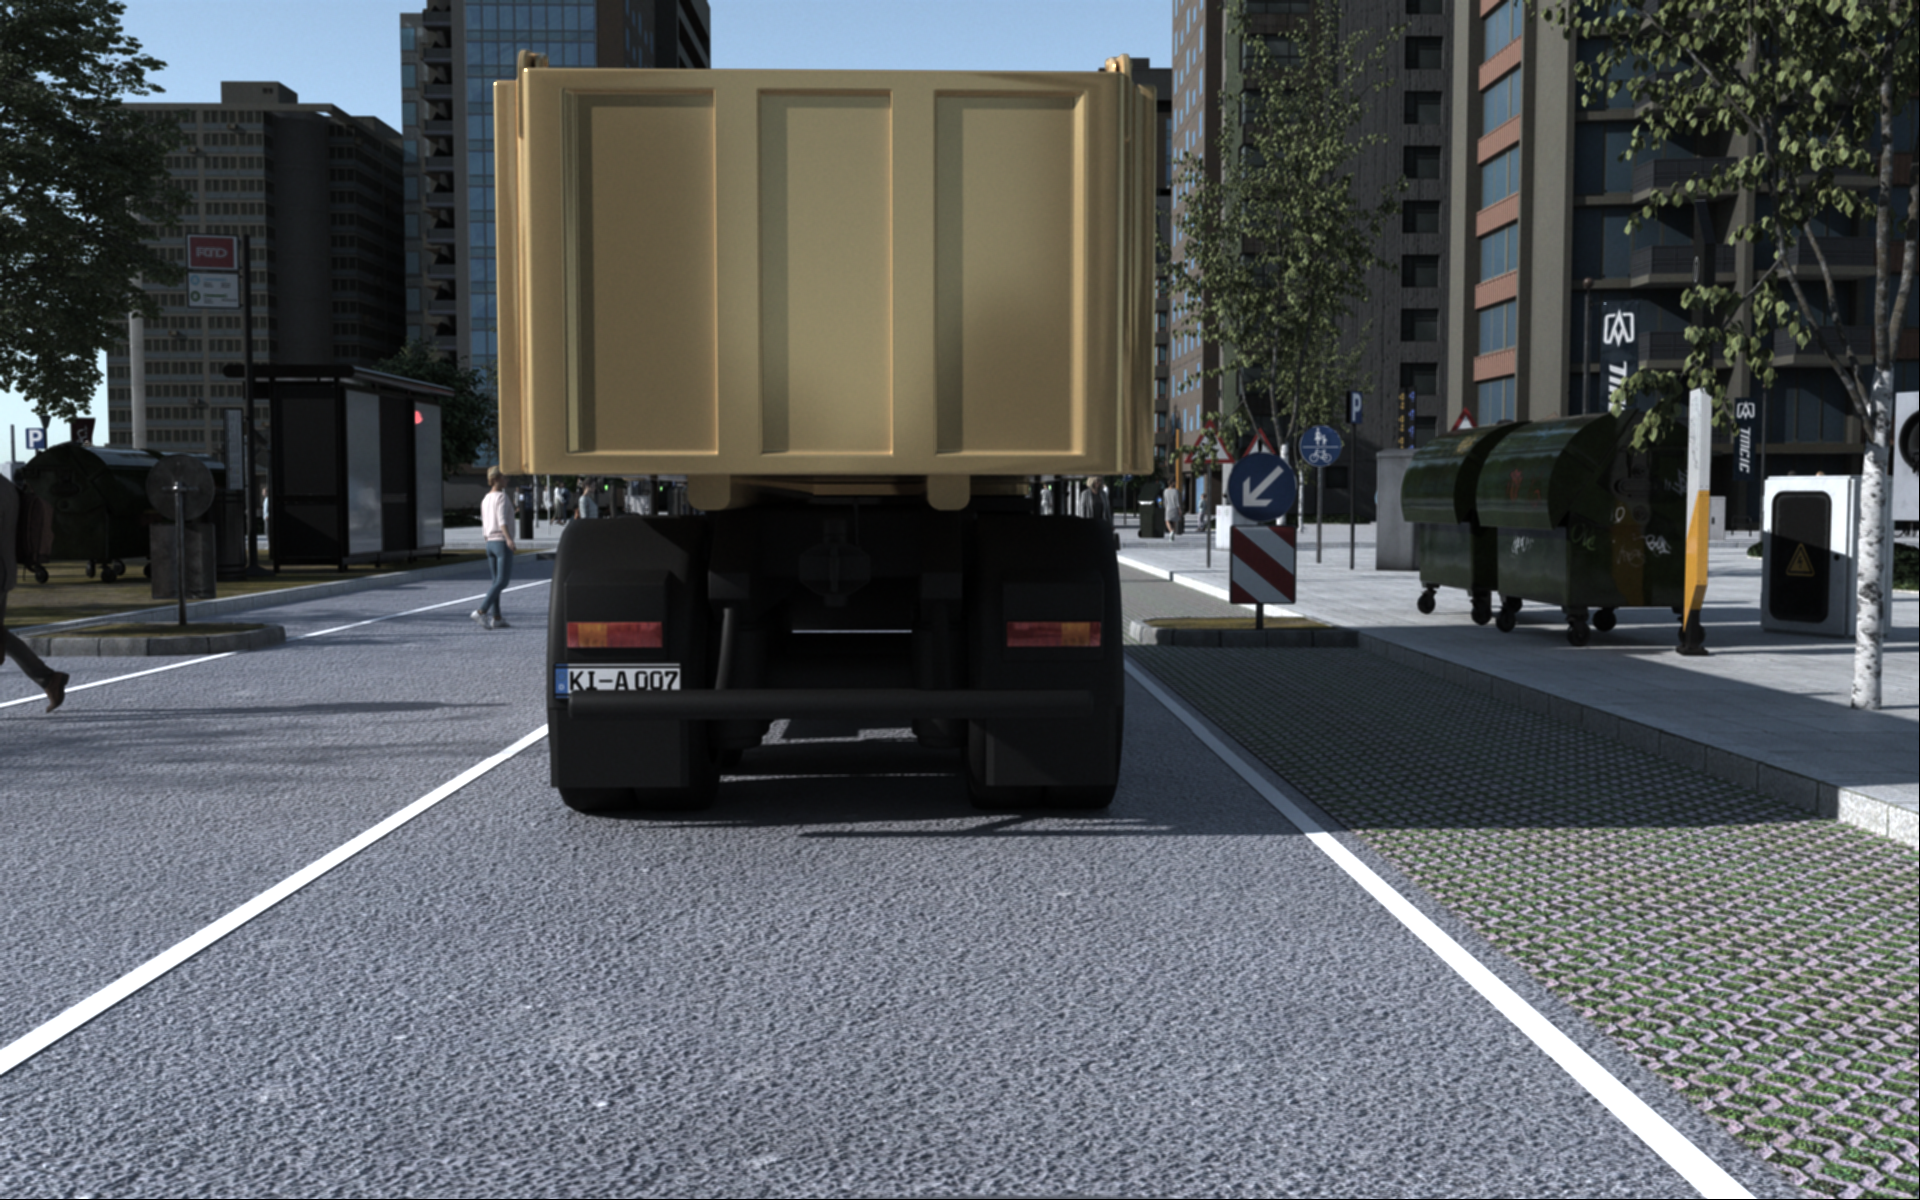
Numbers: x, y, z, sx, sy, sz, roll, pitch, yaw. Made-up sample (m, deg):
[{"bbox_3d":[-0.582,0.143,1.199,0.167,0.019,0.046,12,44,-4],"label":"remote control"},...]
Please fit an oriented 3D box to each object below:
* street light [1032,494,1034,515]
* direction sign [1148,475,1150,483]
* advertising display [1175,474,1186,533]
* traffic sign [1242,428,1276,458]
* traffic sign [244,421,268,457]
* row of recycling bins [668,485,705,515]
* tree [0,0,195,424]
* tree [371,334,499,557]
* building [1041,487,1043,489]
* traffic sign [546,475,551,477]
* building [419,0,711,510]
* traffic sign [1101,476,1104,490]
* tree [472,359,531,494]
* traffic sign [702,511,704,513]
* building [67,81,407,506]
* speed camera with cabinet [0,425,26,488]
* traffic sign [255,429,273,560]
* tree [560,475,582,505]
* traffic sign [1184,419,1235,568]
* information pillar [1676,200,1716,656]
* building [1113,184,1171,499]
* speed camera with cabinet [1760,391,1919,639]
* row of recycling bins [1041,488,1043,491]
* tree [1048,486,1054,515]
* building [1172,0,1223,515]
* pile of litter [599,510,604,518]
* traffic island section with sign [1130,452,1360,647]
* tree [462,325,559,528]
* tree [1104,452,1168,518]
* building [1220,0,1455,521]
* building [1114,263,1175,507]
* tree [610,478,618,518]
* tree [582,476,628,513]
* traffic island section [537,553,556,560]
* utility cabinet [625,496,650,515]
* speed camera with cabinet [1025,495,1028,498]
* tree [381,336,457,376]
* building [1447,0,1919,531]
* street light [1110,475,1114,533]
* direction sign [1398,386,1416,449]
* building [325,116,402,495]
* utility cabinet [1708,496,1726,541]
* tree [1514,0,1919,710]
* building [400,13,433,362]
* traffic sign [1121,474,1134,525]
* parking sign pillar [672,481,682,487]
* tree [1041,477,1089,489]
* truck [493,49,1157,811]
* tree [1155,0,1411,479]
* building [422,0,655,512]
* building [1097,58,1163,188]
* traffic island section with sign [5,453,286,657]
[{"bbox_3d":[3.037,-6.868,84.825,1.470,5.913,1.316,0,4,-1],"label":"street light"},{"bbox_3d":[6.787,-4.302,62.331,0.379,3.537,0.876,0,4,-3],"label":"direction sign"},{"bbox_3d":[7.180,-3.133,56.435,0.123,1.923,0.974,1,4,22],"label":"advertising display"},{"bbox_3d":[5.873,-2.078,33.972,0.884,2.594,0.081,0,4,3],"label":"traffic sign"},{"bbox_3d":[-12.780,-1.916,31.062,0.795,2.593,0.064,0,4,6],"label":"traffic sign"},{"bbox_3d":[-13.411,-4.682,83.663,1.069,1.692,3.534,-1,4,-22],"label":"row of recycling bins"},{"bbox_3d":[-17.729,-6.942,31.622,7.486,12.596,7.792,0,3,0],"label":"tree"},{"bbox_3d":[-11.203,-3.181,35.727,4.285,4.588,4.351,0,3,0],"label":"tree"},{"bbox_3d":[18.235,-39.222,230.510,27.495,52.752,28.713,0,4,-1],"label":"building"},{"bbox_3d":[-12.921,-3.341,54.356,0.795,2.593,0.064,0,4,5],"label":"traffic sign"},{"bbox_3d":[-32.973,-31.985,146.651,21.300,48.544,21.600,0,4,-1],"label":"building"},{"bbox_3d":[4.010,-2.982,48.759,0.884,2.594,0.081,0,4,6],"label":"traffic sign"},{"bbox_3d":[-24.823,-8.783,93.960,4.360,8.622,3.978,0,3,0],"label":"tree"},{"bbox_3d":[-11.727,-4.834,79.038,0.884,2.594,0.081,0,4,8],"label":"traffic sign"},{"bbox_3d":[-67.157,-29.192,169.174,23.993,40.220,32.217,0,4,-1],"label":"building"},{"bbox_3d":[-27.199,-3.328,48.742,0.660,3.252,2.038,2,4,32],"label":"speed camera with cabinet"},{"bbox_3d":[-13.509,-2.066,33.891,0.768,2.556,0.104,0,4,3],"label":"traffic sign"},{"bbox_3d":[-21.217,-6.133,94.883,1.663,3.219,1.824,0,3,0],"label":"tree"},{"bbox_3d":[4.327,-1.839,30.075,0.884,2.594,0.081,0,4,2],"label":"traffic sign"},{"bbox_3d":[5.848,-1.366,13.695,0.183,3.616,0.504,1,4,13],"label":"information pillar"},{"bbox_3d":[20.726,-24.109,165.883,14.160,30.474,14.107,0,4,-1],"label":"building"},{"bbox_3d":[8.088,-1.278,15.237,0.660,3.252,2.038,-1,4,-22],"label":"speed camera with cabinet"},{"bbox_3d":[4.716,-6.878,119.574,3.534,1.692,1.069,-3,4,-37],"label":"row of recycling bins"},{"bbox_3d":[4.586,-9.787,78.146,7.486,12.596,7.792,0,3,0],"label":"tree"},{"bbox_3d":[21.262,-28.107,109.658,14.600,45.320,14.200,0,4,-1],"label":"building"},{"bbox_3d":[-11.326,-2.521,55.178,1.176,0.858,1.719,0,4,-4],"label":"pile of litter"},{"bbox_3d":[2.713,-0.513,17.015,1.989,1.847,2.006,0,4,-1],"label":"traffic island section with sign"},{"bbox_3d":[-15.876,-7.053,65.684,4.737,8.622,4.395,0,3,0],"label":"tree"},{"bbox_3d":[9.509,-6.788,94.693,4.285,4.588,4.351,0,3,0],"label":"tree"},{"bbox_3d":[20.093,-19.344,87.975,14.160,30.474,14.107,0,4,-1],"label":"building"},{"bbox_3d":[28.202,-18.321,144.583,27.650,21.520,28.899,0,4,-1],"label":"building"},{"bbox_3d":[-11.494,-7.557,57.963,8.767,10.594,7.601,0,4,5],"label":"tree"},{"bbox_3d":[-16.939,-6.126,83.876,4.285,4.588,4.351,0,3,0],"label":"tree"},{"bbox_3d":[-8.230,-1.026,39.055,2.009,0.180,2.903,0,4,-1],"label":"traffic island section"},{"bbox_3d":[-12.412,-3.411,66.932,1.020,1.237,0.306,1,4,21],"label":"utility cabinet"},{"bbox_3d":[3.519,-6.369,98.471,0.660,3.252,2.038,0,4,-3],"label":"speed camera with cabinet"},{"bbox_3d":[-25.333,-8.030,81.645,4.737,8.622,4.395,0,3,0],"label":"tree"},{"bbox_3d":[33.616,-25.327,68.718,28.867,44.769,22.147,0,4,-1],"label":"building"},{"bbox_3d":[3.644,-4.597,47.694,1.470,5.913,1.316,0,4,-1],"label":"street light"},{"bbox_3d":[9.463,-2.737,36.741,0.379,3.537,0.876,-1,4,-8],"label":"direction sign"},{"bbox_3d":[-74.884,-36.804,225.454,21.600,48.544,21.300,0,4,-1],"label":"building"},{"bbox_3d":[20.552,-2.241,47.794,1.020,1.237,0.306,1,4,15],"label":"utility cabinet"},{"bbox_3d":[5.327,-3.667,10.316,4.737,8.622,4.395,0,3,0],"label":"tree"},{"bbox_3d":[-39.899,-33.922,174.235,30.456,49.044,23.786,0,4,-1],"label":"building"},{"bbox_3d":[6.820,-4.367,71.502,0.768,2.556,0.104,0,4,0],"label":"traffic sign"},{"bbox_3d":[-13.998,-6.037,87.174,1.447,3.967,1.447,-2,4,-35],"label":"parking sign pillar"},{"bbox_3d":[4.441,-6.619,91.927,4.285,4.588,4.351,0,3,0],"label":"tree"},{"bbox_3d":[-0.646,-0.951,11.477,3.469,3.379,9.791,0,4,-2],"label":"truck"},{"bbox_3d":[4.722,-4.599,25.555,4.737,8.622,4.395,0,3,0],"label":"tree"},{"bbox_3d":[-30.584,-29.282,128.868,14.600,45.320,14.200,0,4,-1],"label":"building"},{"bbox_3d":[20.495,-32.382,179.558,14.600,45.320,14.200,0,4,-1],"label":"building"},{"bbox_3d":[-7.508,-0.465,16.230,1.989,1.847,2.006,0,4,-1],"label":"traffic island section with sign"}]
